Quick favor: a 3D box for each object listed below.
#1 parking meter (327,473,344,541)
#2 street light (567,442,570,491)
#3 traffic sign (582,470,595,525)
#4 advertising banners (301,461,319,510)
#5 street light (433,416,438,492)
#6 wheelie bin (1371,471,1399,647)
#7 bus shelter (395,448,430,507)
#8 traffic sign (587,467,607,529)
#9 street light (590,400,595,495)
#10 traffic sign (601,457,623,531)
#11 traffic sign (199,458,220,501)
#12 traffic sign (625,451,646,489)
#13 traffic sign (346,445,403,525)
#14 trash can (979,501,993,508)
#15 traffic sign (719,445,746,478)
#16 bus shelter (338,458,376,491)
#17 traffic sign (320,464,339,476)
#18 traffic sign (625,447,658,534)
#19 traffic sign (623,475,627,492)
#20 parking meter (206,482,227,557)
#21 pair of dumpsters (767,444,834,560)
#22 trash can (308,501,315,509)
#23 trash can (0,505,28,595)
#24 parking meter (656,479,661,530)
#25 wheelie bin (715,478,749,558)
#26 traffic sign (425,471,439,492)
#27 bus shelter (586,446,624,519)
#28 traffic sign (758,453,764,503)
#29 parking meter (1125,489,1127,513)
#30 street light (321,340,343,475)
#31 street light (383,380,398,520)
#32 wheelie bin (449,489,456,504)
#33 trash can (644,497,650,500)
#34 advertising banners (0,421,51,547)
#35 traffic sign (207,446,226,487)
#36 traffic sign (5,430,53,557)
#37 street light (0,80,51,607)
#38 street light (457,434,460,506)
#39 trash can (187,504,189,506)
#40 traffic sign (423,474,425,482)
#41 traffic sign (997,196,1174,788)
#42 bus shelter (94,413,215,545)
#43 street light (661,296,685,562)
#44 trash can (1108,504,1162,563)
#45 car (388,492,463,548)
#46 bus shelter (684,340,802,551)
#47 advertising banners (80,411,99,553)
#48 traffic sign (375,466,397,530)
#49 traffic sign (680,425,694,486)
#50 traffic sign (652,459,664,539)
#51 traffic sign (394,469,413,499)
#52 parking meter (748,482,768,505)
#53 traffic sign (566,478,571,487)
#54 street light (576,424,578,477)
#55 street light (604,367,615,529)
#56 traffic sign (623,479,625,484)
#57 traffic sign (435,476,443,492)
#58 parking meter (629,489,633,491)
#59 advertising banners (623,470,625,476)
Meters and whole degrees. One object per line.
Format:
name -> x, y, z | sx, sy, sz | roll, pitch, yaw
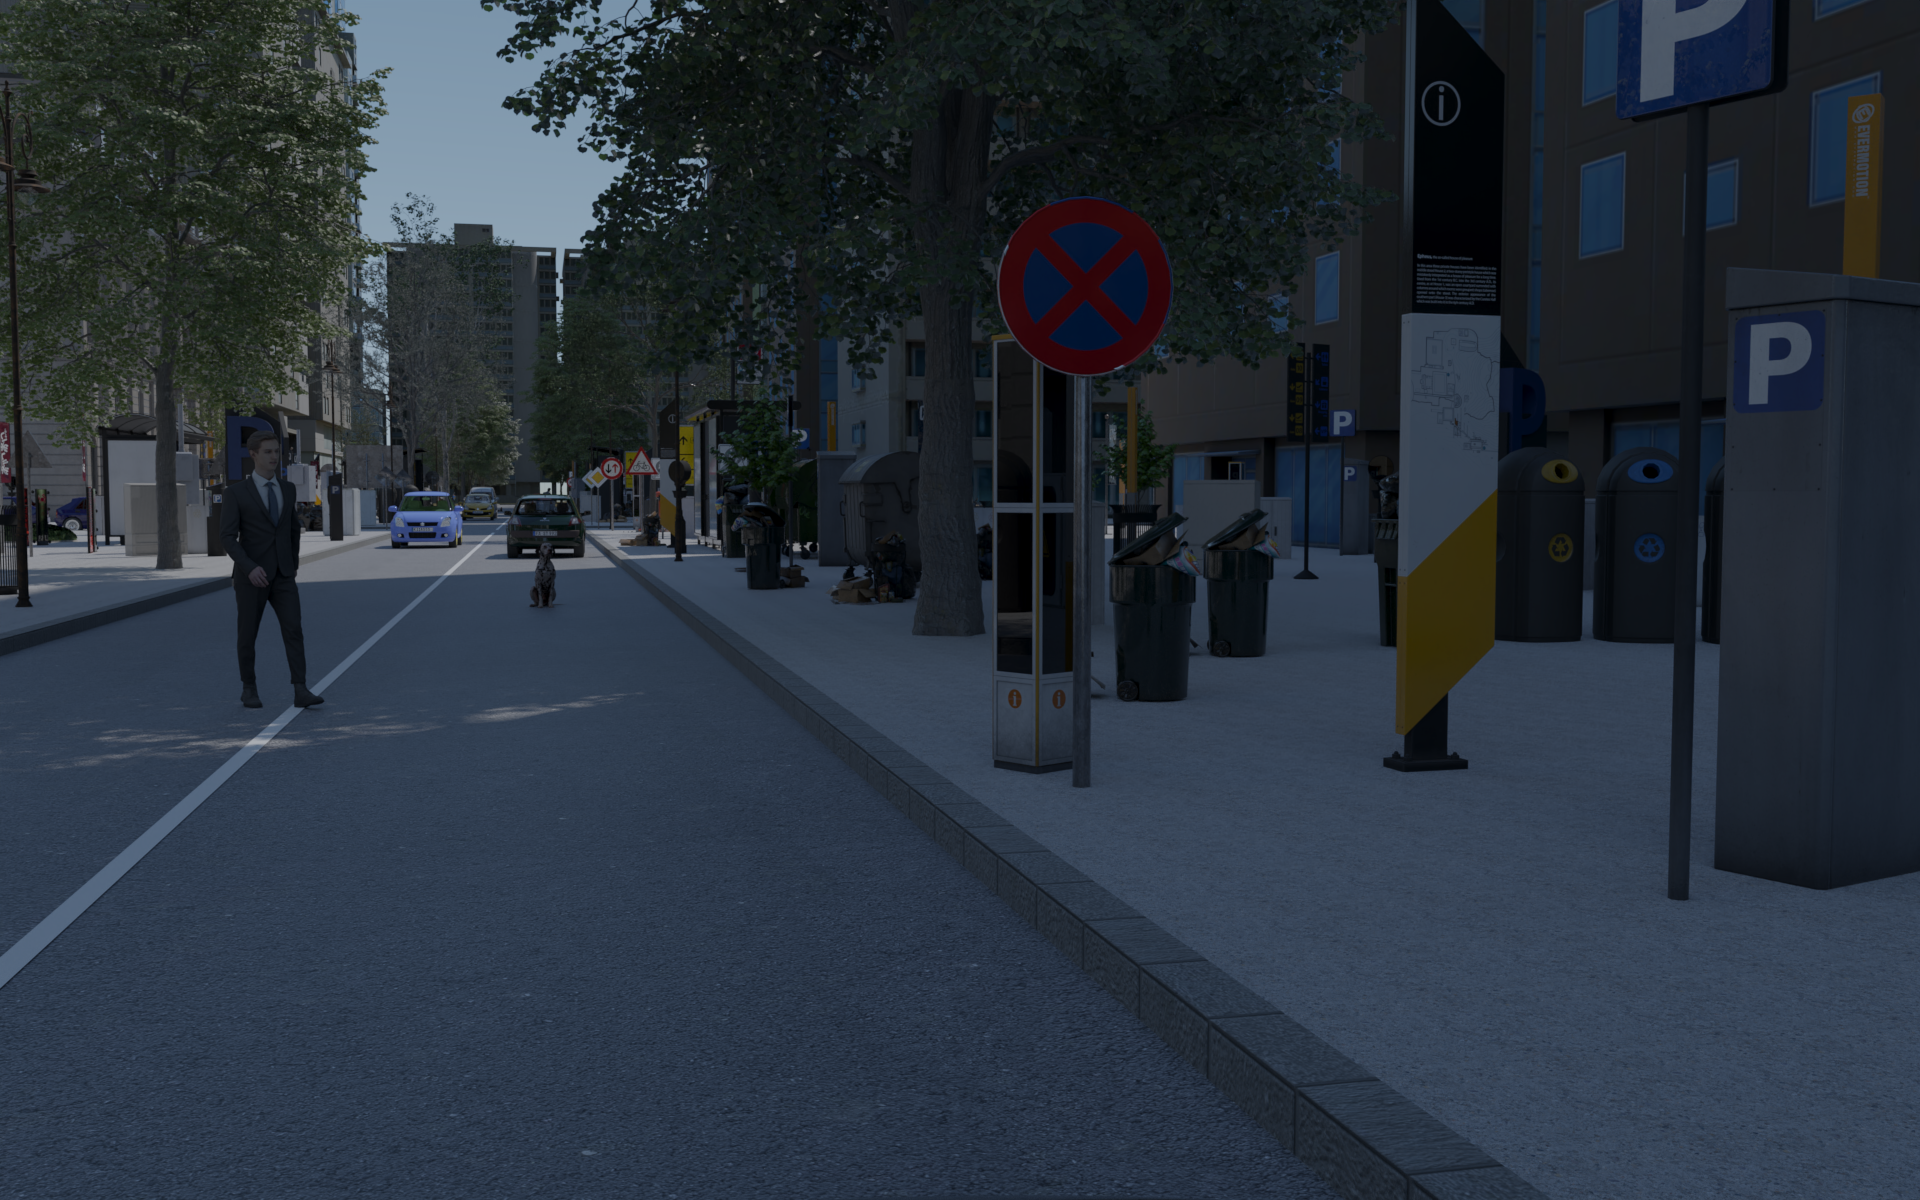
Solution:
parking meter -> -17.125, -2.554, 47.467 | 0.399, 1.863, 0.255 | -1, 4, -20
street light -> -32.492, -10.468, 143.946 | 0.468, 5.910, 1.993 | -1, 4, -14
traffic sign -> -15.151, -4.133, 71.214 | 0.795, 2.450, 0.064 | -1, 4, -14
advertising banners -> -34.525, -5.794, 90.914 | 0.090, 3.025, 2.074 | 3, 4, 38
street light -> -30.495, -7.836, 100.898 | 0.468, 5.910, 1.993 | -1, 4, -14
wheelie bin -> 3.844, -0.398, 14.422 | 0.693, 1.594, 0.980 | -1, 4, -14
bus shelter -> -28.791, -6.074, 90.592 | 1.731, 3.624, 6.357 | -1, 4, -14
traffic sign -> -13.256, -3.658, 63.456 | 0.795, 2.450, 0.064 | -1, 4, -14
street light -> -17.583, -6.722, 82.692 | 0.468, 5.910, 1.993 | -1, 4, -14
traffic sign -> -12.097, -3.678, 60.245 | 0.768, 2.556, 0.104 | 0, 4, -7
traffic sign -> -21.370, -2.886, 49.319 | 0.606, 2.300, 0.079 | -1, 4, -11
traffic sign -> -14.779, -5.416, 82.427 | 2.265, 3.308, 0.079 | -1, 4, -9
traffic sign -> -24.347, -4.784, 72.091 | 2.265, 3.308, 0.079 | -1, 4, -9
trash can -> 0.769, -1.527, 36.618 | 0.748, 1.137, 0.748 | 0, 3, 0
traffic sign -> -4.658, -2.052, 35.675 | 0.606, 2.300, 0.079 | 0, 4, -4
bus shelter -> -31.725, -6.013, 92.233 | 2.014, 3.302, 5.546 | -1, 4, -14
traffic sign -> -26.325, -4.418, 72.335 | 0.768, 2.556, 0.104 | -1, 4, -11
traffic sign -> -8.724, -2.905, 47.505 | 0.884, 2.594, 0.081 | 0, 4, -4
traffic sign -> -22.652, -7.179, 117.480 | 0.768, 2.556, 0.104 | 0, 4, -5
parking meter -> -15.322, -1.668, 35.683 | 0.372, 1.533, 0.369 | 0, 3, 0
pair of dumpsters -> -3.108, -2.037, 35.793 | 1.574, 2.255, 4.437 | -1, 4, -14
trash can -> -42.330, -6.217, 113.309 | 0.748, 1.137, 0.748 | 0, 3, 0
trash can -> -12.311, -0.640, 22.123 | 0.748, 1.137, 0.748 | 0, 3, 0
parking meter -> -10.928, -3.471, 62.465 | 0.255, 1.863, 0.399 | 2, 4, 30
wheelie bin -> -4.427, -1.652, 34.913 | 0.980, 1.594, 0.693 | -1, 4, -15
traffic sign -> -28.990, -5.814, 95.164 | 0.768, 2.556, 0.104 | -1, 4, -8
bus shelter -> -17.824, -5.855, 87.006 | 1.731, 3.624, 6.357 | -1, 4, -14
traffic sign -> -3.619, -1.947, 31.939 | 0.768, 2.556, 0.104 | 0, 4, -5
parking meter -> 7.573, -4.404, 77.711 | 0.255, 1.863, 0.399 | -3, 4, -37
street light -> -18.038, -4.714, 49.870 | 0.468, 5.910, 1.993 | -1, 4, -14
street light -> -22.983, -5.948, 70.039 | 0.468, 5.910, 1.993 | -1, 4, -14
wheelie bin -> -34.703, -6.675, 117.046 | 0.980, 1.594, 0.693 | 3, 4, 37
trash can -> -13.825, -3.974, 76.630 | 0.748, 1.137, 0.748 | 0, 3, 0
advertising banners -> -22.986, -2.834, 42.516 | 0.090, 3.025, 2.074 | 0, 4, 3
traffic sign -> -19.924, -2.871, 46.938 | 0.884, 2.594, 0.081 | 0, 4, -8
traffic sign -> -18.939, -2.156, 35.249 | 0.884, 2.594, 0.081 | -1, 4, -10
street light -> -10.643, -2.858, 19.515 | 0.468, 5.910, 1.993 | -1, 4, -14
street light -> -38.001, -9.690, 131.226 | 0.468, 5.910, 1.993 | -1, 4, -14
trash can -> -40.443, -4.797, 90.081 | 0.748, 1.137, 0.748 | 0, 3, 0
traffic sign -> -31.356, -6.128, 100.291 | 0.768, 2.556, 0.104 | -1, 4, -12
traffic sign -> 0.534, -0.454, 7.522 | 0.768, 2.556, 0.104 | 0, 4, -6
bus shelter -> -21.276, -3.179, 45.896 | 2.014, 3.302, 5.546 | -1, 4, -14
street light -> -5.359, -3.671, 32.814 | 0.468, 5.910, 1.993 | -1, 4, -14
trash can -> 2.419, -0.752, 23.950 | 0.748, 1.137, 0.748 | 0, 3, 0
car -> -14.479, -2.293, 47.075 | 1.945, 1.707, 3.694 | -1, 4, -13
bus shelter -> -5.587, -3.987, 42.823 | 2.179, 5.291, 8.768 | -1, 4, -14
advertising banners -> -18.884, -2.529, 37.541 | 0.090, 3.025, 2.074 | -1, 4, -20
traffic sign -> -20.445, -3.553, 61.729 | 0.795, 2.450, 0.064 | -1, 4, -14
traffic sign -> -7.276, -3.501, 51.109 | 2.265, 3.308, 0.079 | 0, 4, -7
traffic sign -> -8.460, -2.881, 49.230 | 0.606, 2.300, 0.079 | -1, 4, -12
traffic sign -> -22.339, -4.027, 69.487 | 0.795, 2.450, 0.064 | -1, 4, -14
parking meter -> -3.870, -1.515, 33.174 | 0.372, 1.533, 0.369 | 0, 3, 0
traffic sign -> -29.319, -7.994, 130.808 | 0.768, 2.556, 0.104 | 0, 4, -4
street light -> -25.123, -8.611, 113.585 | 0.468, 5.910, 1.993 | -1, 4, -14
street light -> -12.748, -5.528, 63.171 | 0.468, 5.910, 1.993 | -1, 4, -14
traffic sign -> -22.903, -7.014, 116.801 | 0.606, 2.300, 0.079 | 0, 4, -5
traffic sign -> -36.945, -7.496, 122.667 | 0.768, 2.556, 0.104 | 0, 4, -7
parking meter -> -27.181, -8.399, 143.027 | 0.255, 1.863, 0.399 | 0, 4, 6
advertising banners -> -24.581, -7.883, 125.075 | 0.090, 3.025, 2.074 | -3, 4, -36
